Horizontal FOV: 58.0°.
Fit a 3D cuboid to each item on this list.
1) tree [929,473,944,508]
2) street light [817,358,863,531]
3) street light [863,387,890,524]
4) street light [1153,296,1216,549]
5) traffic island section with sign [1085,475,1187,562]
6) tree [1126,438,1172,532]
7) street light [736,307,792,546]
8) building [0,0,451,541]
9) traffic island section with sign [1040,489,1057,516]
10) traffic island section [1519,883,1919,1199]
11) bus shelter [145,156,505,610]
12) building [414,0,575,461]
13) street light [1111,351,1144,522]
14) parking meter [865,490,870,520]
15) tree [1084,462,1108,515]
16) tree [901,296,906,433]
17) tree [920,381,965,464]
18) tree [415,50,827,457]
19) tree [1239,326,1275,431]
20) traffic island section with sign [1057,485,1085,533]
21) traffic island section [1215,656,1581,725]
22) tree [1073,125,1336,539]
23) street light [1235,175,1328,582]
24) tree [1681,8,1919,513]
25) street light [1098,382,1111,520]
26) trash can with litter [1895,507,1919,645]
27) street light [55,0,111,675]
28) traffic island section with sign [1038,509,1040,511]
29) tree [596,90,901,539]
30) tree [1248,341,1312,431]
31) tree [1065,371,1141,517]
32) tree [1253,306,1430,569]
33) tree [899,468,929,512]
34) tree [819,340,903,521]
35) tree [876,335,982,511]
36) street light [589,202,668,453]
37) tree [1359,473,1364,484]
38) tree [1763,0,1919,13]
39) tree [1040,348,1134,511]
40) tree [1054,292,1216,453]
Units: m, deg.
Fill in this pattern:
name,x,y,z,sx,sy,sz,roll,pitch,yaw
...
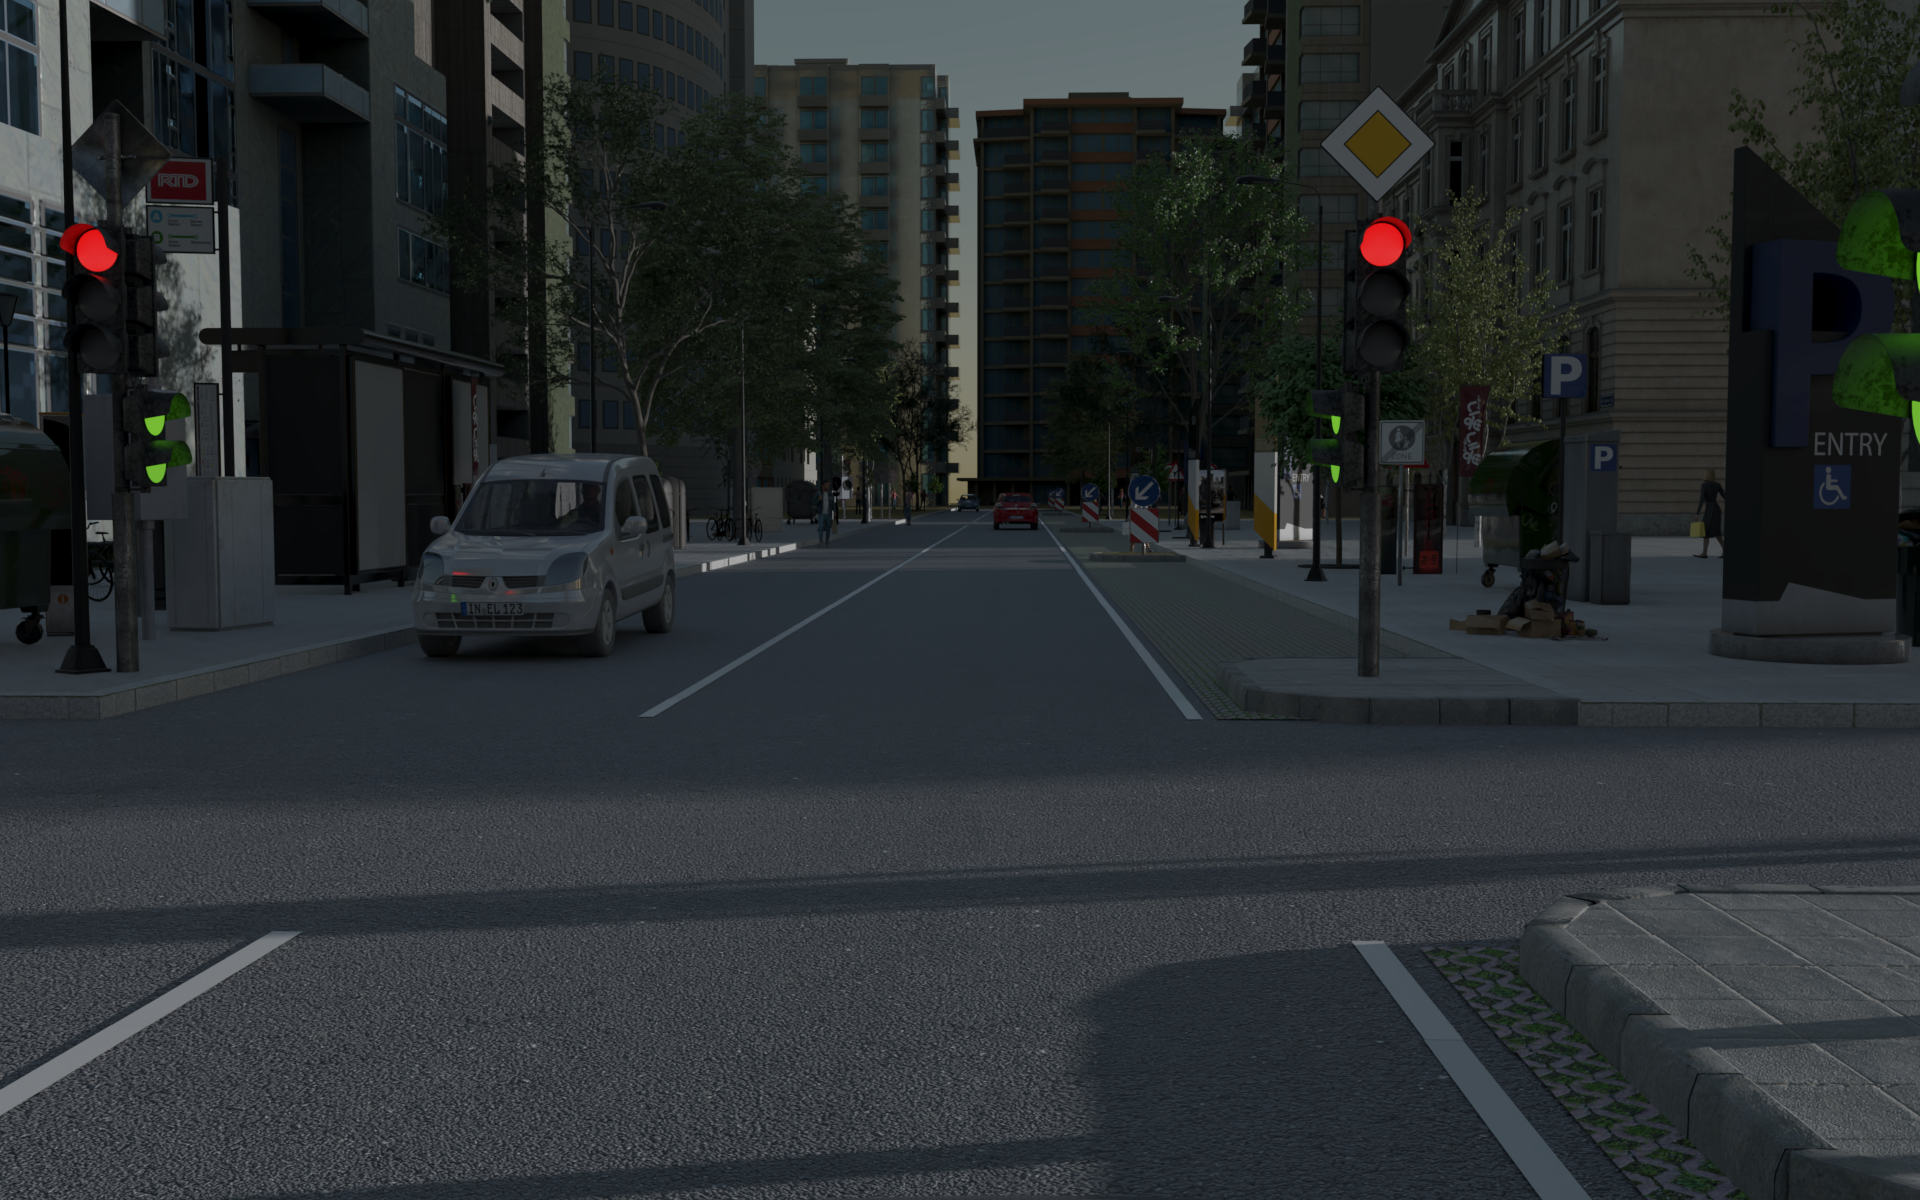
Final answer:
name,x,y,z,sx,sy,sz,roll,pitch,yaw
tree,-2.266,-10.132,160.255,1.663,3.219,1.824,0,3,0
street light,-4.208,-5.308,59.321,1.470,5.913,1.316,0,4,2
street light,-3.609,-6.251,74.742,1.470,5.913,1.316,0,4,2
street light,5.331,-4.176,40.813,1.470,5.913,1.316,0,4,2
traffic island section with sign,3.781,-1.742,37.109,1.989,1.847,2.006,0,4,2
tree,6.759,-3.938,58.989,1.663,3.219,1.824,0,3,0
street light,-4.870,-4.317,43.126,1.470,5.913,1.316,0,4,2
building,-27.257,-44.626,42.313,22.319,86.520,31.000,0,4,2
traffic island section with sign,6.474,-6.515,115.153,1.989,1.847,2.006,0,4,2
traffic island section,2.625,1.104,4.235,2.009,0.180,2.903,0,4,2
bus shelter,-8.480,-2.793,23.293,2.179,5.291,8.768,0,4,2
building,-25.777,-18.615,76.059,14.160,30.474,14.107,0,4,2
street light,5.787,-5.123,56.295,1.470,5.913,1.316,0,4,2
parking meter,-4.687,-4.786,86.654,0.372,1.533,0.369,0,3,0
tree,8.549,-6.745,104.879,1.663,3.219,1.824,0,3,0
tree,-5.335,-9.006,65.371,7.486,12.596,7.792,0,3,0
tree,-3.648,-11.211,117.704,8.767,10.594,7.601,1,4,10
tree,-6.679,-6.239,36.414,8.767,10.594,7.601,-3,4,-37
tree,13.347,-7.218,68.384,4.737,8.622,4.395,0,3,0
traffic island section with sign,4.735,-3.437,64.824,1.989,1.847,2.006,0,4,2
traffic island section,2.902,0.616,12.215,2.009,0.180,2.903,0,4,2
tree,6.750,-7.553,49.250,9.928,11.665,9.643,0,3,0
street light,4.714,-3.233,25.393,1.470,5.913,1.316,0,4,2
tree,14.593,-4.810,29.009,4.737,8.622,4.395,0,3,0
street light,6.391,-6.066,71.716,1.470,5.913,1.316,0,4,2
trash can with litter,8.290,-0.212,14.847,0.624,1.170,1.055,3,5,40
street light,-5.777,-2.430,12.276,1.470,5.913,1.316,0,4,2
traffic island section with sign,7.419,-8.180,142.364,1.989,1.847,2.006,0,4,2
tree,-6.722,-8.031,49.441,7.486,12.596,7.792,0,3,0
tree,15.835,-8.072,82.342,4.360,8.622,3.978,0,3,0
tree,8.459,-9.056,98.433,4.737,8.622,4.395,0,3,0
tree,6.674,-2.847,30.262,4.285,4.588,4.351,0,3,0
tree,-3.483,-8.076,126.641,1.663,3.219,1.824,0,3,0
tree,-4.524,-7.997,81.114,4.737,8.622,4.395,0,3,0
tree,-3.455,-13.740,135.018,12.009,13.543,11.850,0,3,0
street light,-5.339,-3.374,27.702,1.470,5.913,1.316,0,4,2
tree,14.633,-6.230,52.222,4.737,8.622,4.395,0,3,0
tree,11.125,-4.279,20.318,4.737,8.622,4.395,0,3,0
tree,9.974,-13.258,134.902,7.486,12.596,7.792,0,3,0
tree,7.925,-8.881,79.618,8.767,10.594,7.601,2,4,32
